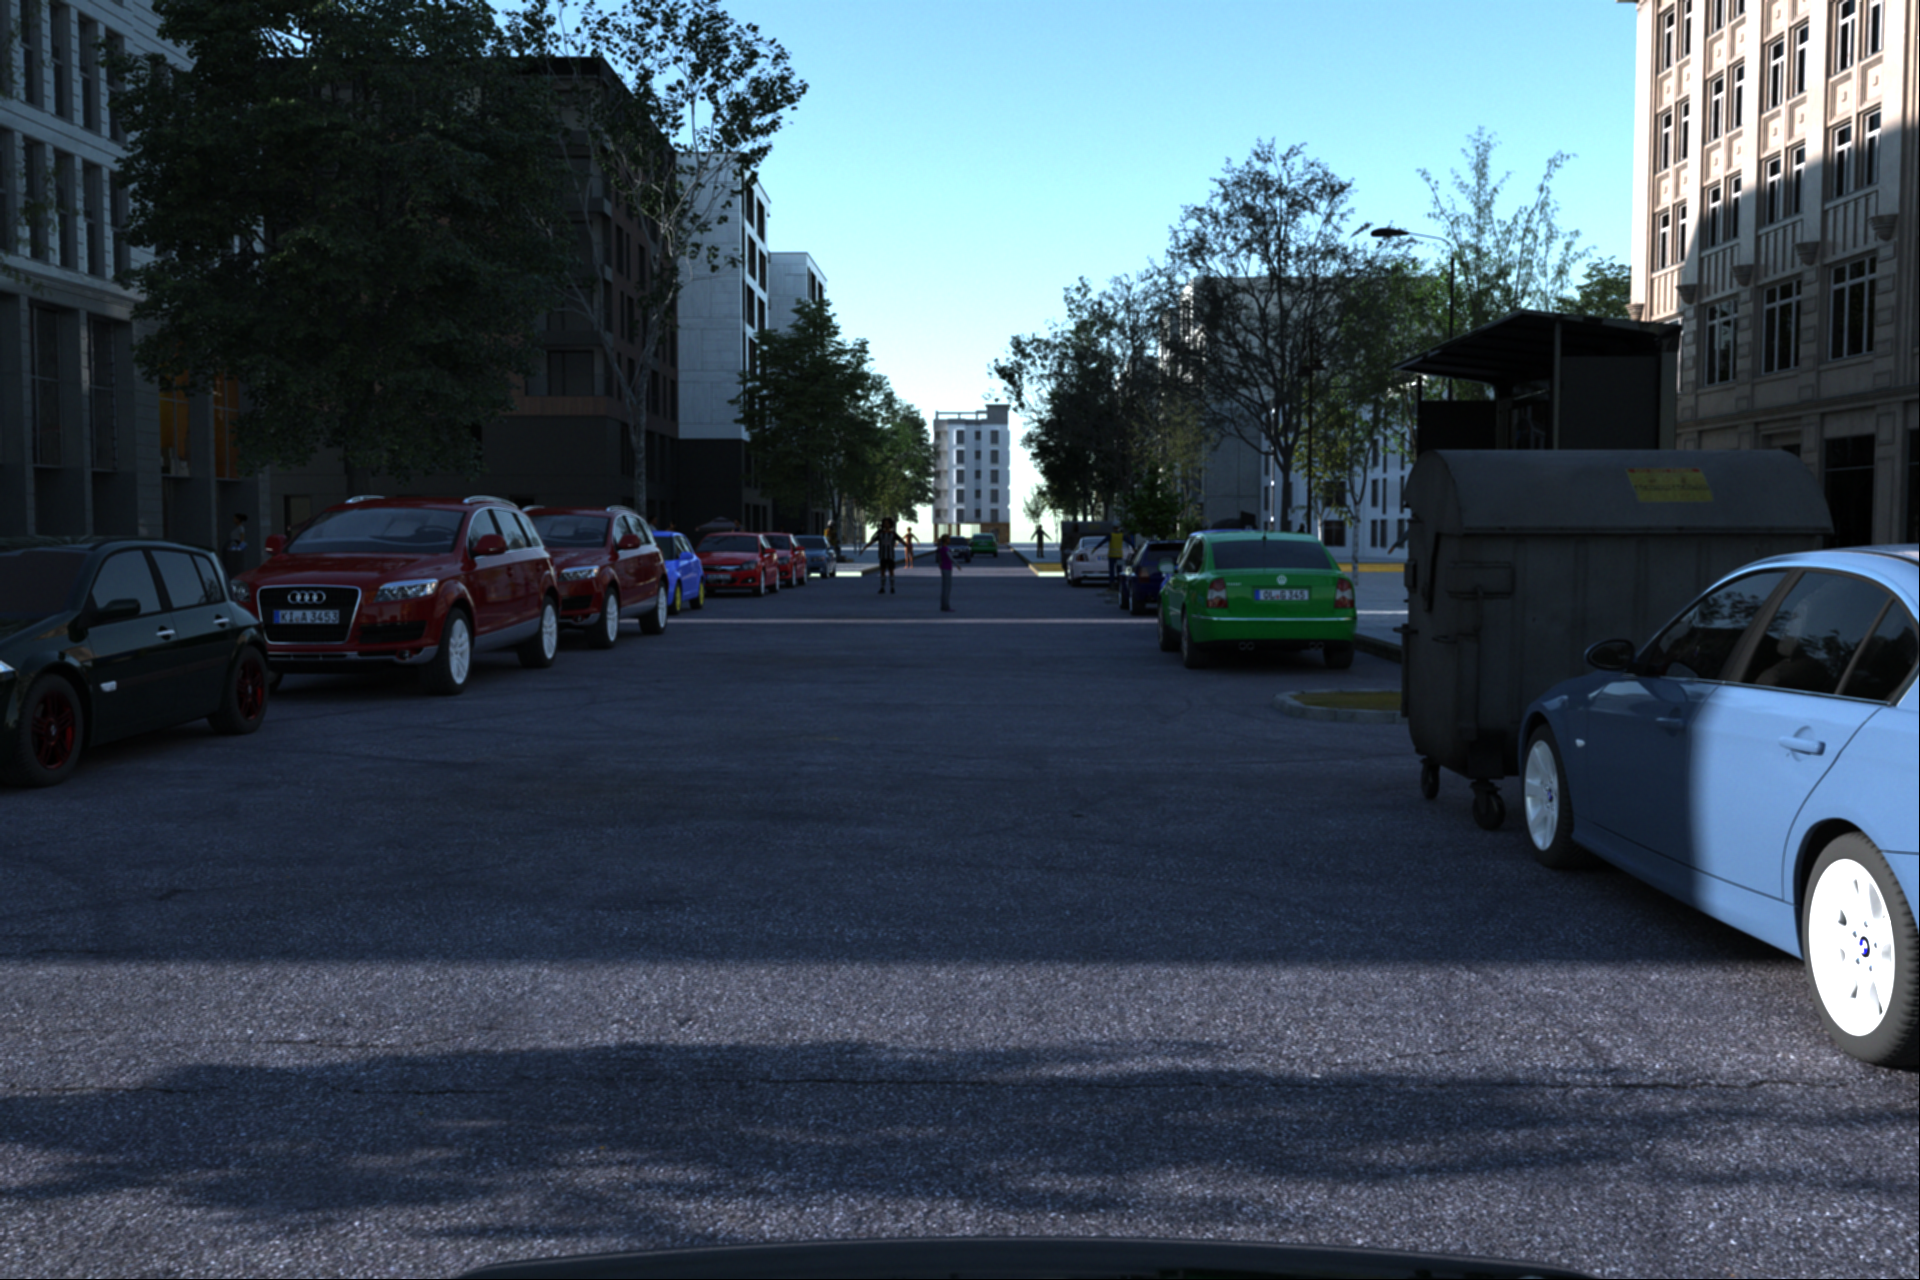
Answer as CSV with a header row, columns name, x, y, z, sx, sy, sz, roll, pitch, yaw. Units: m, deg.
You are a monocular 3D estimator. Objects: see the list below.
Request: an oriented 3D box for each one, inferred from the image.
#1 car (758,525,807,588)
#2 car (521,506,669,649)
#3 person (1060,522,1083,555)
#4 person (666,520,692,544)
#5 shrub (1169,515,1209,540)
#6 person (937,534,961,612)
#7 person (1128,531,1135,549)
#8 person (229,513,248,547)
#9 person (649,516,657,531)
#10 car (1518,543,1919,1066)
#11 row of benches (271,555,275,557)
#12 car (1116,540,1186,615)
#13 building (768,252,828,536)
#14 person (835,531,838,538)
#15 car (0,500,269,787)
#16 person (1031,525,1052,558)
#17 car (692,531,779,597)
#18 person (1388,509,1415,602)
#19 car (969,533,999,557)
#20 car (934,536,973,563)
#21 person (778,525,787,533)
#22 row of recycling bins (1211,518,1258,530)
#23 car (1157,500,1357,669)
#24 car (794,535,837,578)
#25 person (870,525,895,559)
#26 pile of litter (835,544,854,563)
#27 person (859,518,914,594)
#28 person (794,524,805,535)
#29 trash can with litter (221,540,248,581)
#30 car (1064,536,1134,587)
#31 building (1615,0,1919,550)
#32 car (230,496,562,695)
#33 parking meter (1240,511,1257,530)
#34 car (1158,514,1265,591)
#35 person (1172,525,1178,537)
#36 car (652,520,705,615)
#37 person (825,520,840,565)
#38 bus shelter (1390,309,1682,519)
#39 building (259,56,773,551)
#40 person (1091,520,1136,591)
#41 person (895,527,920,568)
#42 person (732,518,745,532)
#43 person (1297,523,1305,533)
name,x,y,z,sx,sy,sz,roll,pitch,yaw
car,-5.253,-2.339,47.282,2.155,1.783,4.494,0,4,1
car,-5.293,-0.894,23.297,2.281,1.827,5.304,0,4,2
person,3.670,-2.848,55.144,1.348,1.813,0.705,-3,4,-36
person,-10.904,-3.659,65.955,1.346,1.812,0.704,0,4,6
shrub,8.915,-3.873,67.368,1.661,2.075,1.752,0,3,0
person,-0.201,-1.244,32.071,0.599,1.433,0.991,-1,4,-22
person,8.592,-4.951,87.067,0.704,1.817,1.347,1,4,12
person,-16.042,-1.928,38.290,0.721,1.739,1.217,-2,4,-33
person,-8.750,-2.651,49.505,0.704,1.810,1.344,1,4,9
car,3.318,0.371,5.933,2.014,1.417,4.499,0,4,2
row of benches,-27.216,-3.008,64.650,4.104,0.672,1.422,0,4,-8
car,3.883,-1.179,31.849,1.945,1.354,3.894,0,4,1
building,-25.040,-17.129,124.027,27.936,21.610,32.646,0,4,1
person,-6.830,-5.252,91.840,0.705,1.833,1.349,2,4,30
car,-5.951,-0.077,11.044,2.009,1.686,4.222,0,4,1
person,4.383,-5.377,94.188,1.348,1.796,0.705,-2,4,-31
car,-5.348,-1.942,40.791,2.155,1.783,4.494,0,4,1
person,8.587,-1.632,32.518,1.345,1.849,0.704,-2,4,-33
car,1.453,-6.076,108.139,1.959,1.807,4.718,0,4,1
car,-0.322,-4.592,87.663,1.945,1.354,3.894,0,4,1
person,-8.975,-4.908,86.963,1.216,1.740,0.721,1,4,16
row of recycling bins,7.229,-2.380,46.032,1.069,1.692,3.534,0,4,1
car,3.299,-0.673,19.794,1.959,1.807,4.718,0,4,1
car,-5.097,-2.778,57.427,2.014,1.417,4.499,0,4,1
person,-4.064,-5.144,90.326,1.346,1.802,0.704,1,4,15
pile of litter,-5.378,-3.948,78.518,1.176,0.858,1.719,0,4,1
person,-1.763,-2.033,41.836,1.345,1.843,0.704,1,4,10
person,-8.456,-5.314,92.812,1.347,1.837,0.705,-1,4,-9
trash can with litter,-9.176,-0.704,22.571,1.678,1.210,2.233,0,4,2
car,3.966,-2.196,48.261,2.083,1.381,4.827,0,4,1
building,28.279,-14.552,49.954,10.469,25.551,25.511,0,4,1
car,-5.423,-0.514,17.083,2.281,1.827,5.304,0,4,1
parking meter,7.327,-2.342,44.009,0.399,1.863,0.255,0,4,1
car,3.824,-0.916,24.566,1.945,1.707,3.694,0,4,0
person,9.560,-4.325,76.898,1.347,1.806,0.705,2,4,24
car,-5.781,-1.356,31.769,1.945,1.707,3.694,0,4,1
person,-5.184,-3.949,70.330,0.705,1.858,1.354,1,4,14
bus shelter,6.795,-1.829,21.191,1.731,3.624,6.357,0,4,1
building,-25.672,-15.101,90.877,27.936,21.610,32.646,0,4,0
person,3.876,-2.107,43.374,1.216,1.772,0.721,-1,4,-13
person,-2.190,-3.903,73.072,1.217,1.733,0.721,-2,4,-35
person,-7.548,-3.212,58.692,1.345,1.807,0.704,3,5,44
person,17.925,-5.193,90.688,0.705,1.856,1.354,3,5,39
